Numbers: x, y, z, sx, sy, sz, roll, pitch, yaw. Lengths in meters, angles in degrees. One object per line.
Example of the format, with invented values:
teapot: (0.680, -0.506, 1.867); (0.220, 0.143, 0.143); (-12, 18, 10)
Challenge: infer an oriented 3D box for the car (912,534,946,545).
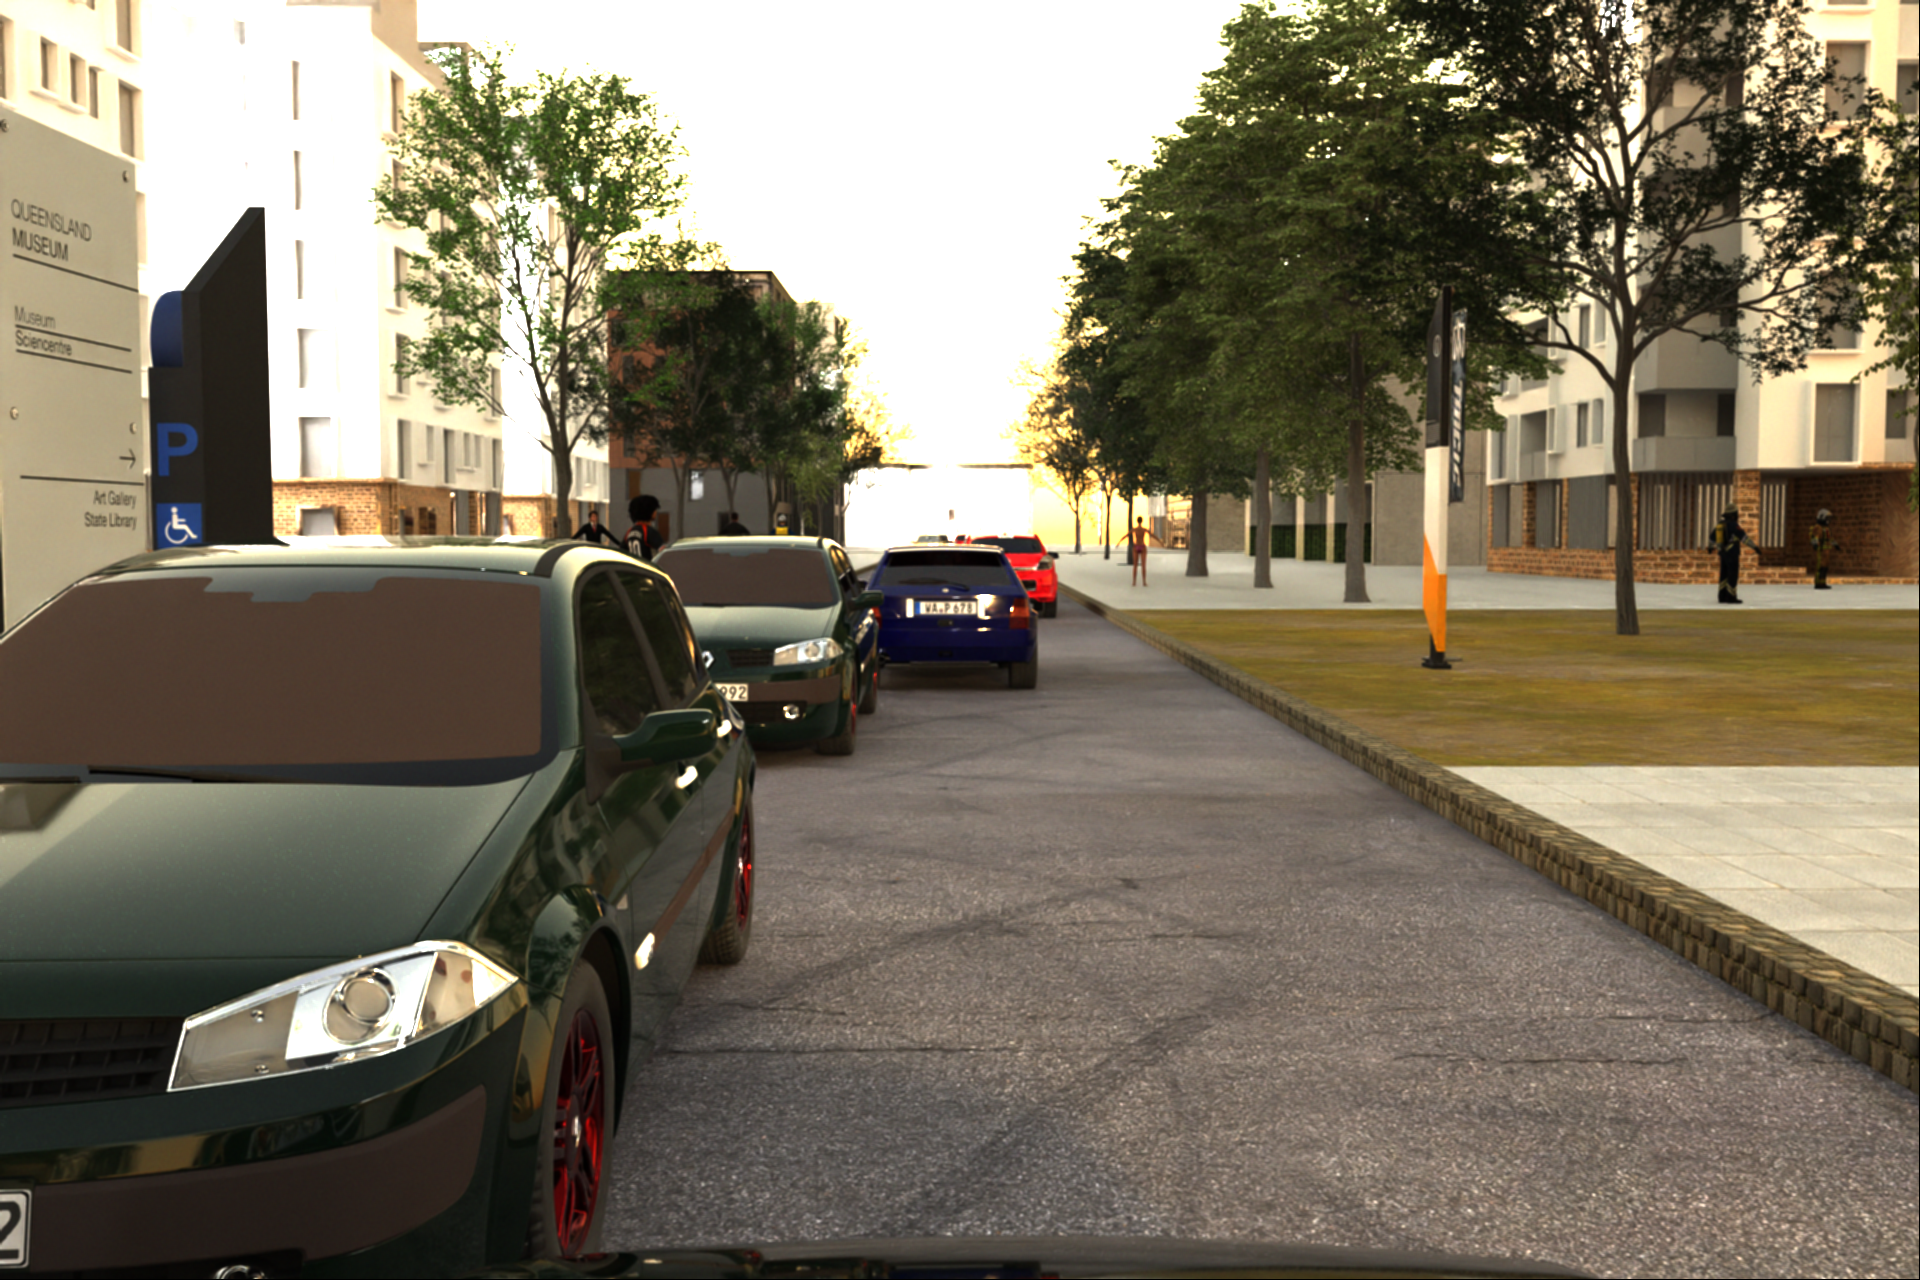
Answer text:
car: (-1.802, -5.593, 101.662); (2.015, 1.641, 3.980); (0, 4, 0)

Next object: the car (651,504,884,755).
car: (-1.523, -0.163, 12.450); (2.009, 1.686, 4.222); (0, 4, 0)

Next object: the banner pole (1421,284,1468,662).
banner pole: (4.900, -1.666, 17.255); (0.401, 3.779, 0.863); (0, 4, -1)

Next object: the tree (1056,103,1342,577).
tree: (7.166, -8.907, 52.280); (9.857, 13.997, 8.962); (0, 3, 0)

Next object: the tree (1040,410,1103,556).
tree: (7.052, -9.124, 99.539); (4.360, 8.622, 3.978); (0, 3, 0)

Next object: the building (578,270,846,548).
building: (-25.012, -18.756, 150.634); (27.936, 21.610, 32.646); (0, 4, 0)

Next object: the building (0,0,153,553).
building: (-27.713, -10.980, 35.943); (16.016, 20.090, 11.380); (0, 4, 1)

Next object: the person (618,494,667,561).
person: (-3.145, -0.544, 17.502); (1.345, 1.843, 0.704); (3, 5, 43)

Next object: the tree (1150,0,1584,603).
tree: (7.338, -6.948, 31.731); (7.486, 12.596, 7.792); (0, 3, 0)

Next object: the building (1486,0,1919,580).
building: (22.838, -12.237, 56.497); (16.016, 20.090, 11.380); (0, 4, 0)

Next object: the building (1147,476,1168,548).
building: (23.583, -19.156, 169.617); (16.016, 20.090, 11.380); (0, 4, 0)

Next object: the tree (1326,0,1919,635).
tree: (8.207, -5.352, 21.917); (7.601, 10.594, 8.767); (1, 4, 11)

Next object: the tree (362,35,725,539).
tree: (-8.523, -6.787, 36.726); (9.928, 11.665, 9.643); (0, 3, 0)

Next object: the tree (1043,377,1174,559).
tree: (7.740, -9.357, 87.406); (7.601, 10.594, 8.767); (-2, 4, -28)

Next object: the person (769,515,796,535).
person: (-4.556, -2.335, 44.638); (1.216, 1.772, 0.721); (0, 4, 5)

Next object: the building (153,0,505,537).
building: (-23.456, -12.284, 57.258); (16.016, 20.090, 11.380); (0, 4, 0)

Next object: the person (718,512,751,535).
person: (-5.388, -2.162, 41.569); (1.346, 1.802, 0.704); (1, 4, 9)

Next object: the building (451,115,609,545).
building: (-23.825, -13.658, 79.730); (16.016, 20.090, 11.380); (0, 4, 1)

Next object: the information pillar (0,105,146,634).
information pillar: (-5.319, -1.160, 10.277); (0.184, 3.620, 1.656); (0, 4, 1)

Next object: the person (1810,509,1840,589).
person: (20.121, -2.115, 40.346); (1.354, 1.858, 0.705); (-3, 5, -42)

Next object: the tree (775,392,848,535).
tree: (-7.819, -8.437, 88.309); (4.737, 8.622, 4.395); (0, 3, 0)

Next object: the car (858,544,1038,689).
car: (-0.172, -0.292, 17.357); (1.945, 1.354, 3.894); (0, 4, -1)

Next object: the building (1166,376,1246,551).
building: (26.875, -18.827, 138.750); (19.493, 23.208, 18.063); (0, 4, 0)

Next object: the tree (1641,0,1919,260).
tree: (7.236, -4.591, 9.481); (8.767, 10.594, 7.601); (3, 5, 40)

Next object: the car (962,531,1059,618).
car: (0.740, -1.351, 31.137); (2.155, 1.783, 4.494); (0, 4, -1)

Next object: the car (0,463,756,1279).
car: (-1.550, 0.329, 4.411); (2.009, 1.686, 4.222); (0, 4, 0)

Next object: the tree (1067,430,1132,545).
tree: (17.511, -21.443, 206.478); (12.611, 20.169, 13.585); (0, 3, 0)

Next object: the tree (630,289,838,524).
tree: (-8.200, -7.887, 63.362); (8.767, 10.594, 7.601); (1, 4, 15)

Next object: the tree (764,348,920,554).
tree: (-7.766, -12.434, 113.667); (12.009, 13.543, 11.850); (0, 3, 0)

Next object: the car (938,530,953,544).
car: (-1.466, -6.472, 115.597); (2.009, 1.686, 4.222); (0, 4, 0)

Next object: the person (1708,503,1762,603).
person: (14.299, -1.611, 32.124); (0.705, 1.856, 1.354); (-1, 4, -16)

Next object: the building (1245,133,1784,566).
building: (25.018, -13.363, 84.938); (16.747, 18.905, 31.486); (0, 3, 0)

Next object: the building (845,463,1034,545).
building: (-5.758, -15.898, 204.539); (28.070, 9.664, 9.099); (1, 4, 10)

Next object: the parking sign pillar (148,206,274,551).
parking sign pillar: (-5.902, -1.543, 13.694); (1.447, 3.967, 1.447); (0, 3, 0)

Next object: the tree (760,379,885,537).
tree: (-8.121, -10.317, 103.103); (8.767, 10.594, 7.601); (1, 4, 21)

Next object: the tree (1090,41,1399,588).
tree: (6.804, -7.502, 40.786); (7.486, 12.596, 7.792); (0, 3, 0)

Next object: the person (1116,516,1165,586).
person: (4.450, -2.202, 42.812); (1.217, 1.733, 0.721); (1, 4, 11)

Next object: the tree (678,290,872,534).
tree: (-7.819, -8.995, 72.831); (9.928, 11.665, 9.643); (0, 3, 0)

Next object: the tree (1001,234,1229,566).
tree: (6.900, -9.811, 70.780); (12.009, 13.543, 11.850); (0, 3, 0)

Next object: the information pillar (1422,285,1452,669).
information pillar: (4.568, -1.543, 16.588); (0.183, 3.616, 0.504); (0, 4, -2)

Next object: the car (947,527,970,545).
car: (0.411, -4.840, 88.169); (2.155, 1.783, 4.494); (0, 4, 0)

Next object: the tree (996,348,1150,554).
tree: (7.448, -12.278, 111.119); (12.009, 13.543, 11.850); (0, 3, 0)

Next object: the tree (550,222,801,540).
tree: (-8.711, -7.235, 52.707); (8.767, 10.594, 7.601); (0, 4, 6)

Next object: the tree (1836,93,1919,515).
tree: (15.381, -4.677, 26.827); (4.737, 8.622, 4.395); (0, 3, 0)

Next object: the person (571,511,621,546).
person: (-8.330, -2.034, 39.436); (1.347, 1.806, 0.705); (-2, 4, -24)
